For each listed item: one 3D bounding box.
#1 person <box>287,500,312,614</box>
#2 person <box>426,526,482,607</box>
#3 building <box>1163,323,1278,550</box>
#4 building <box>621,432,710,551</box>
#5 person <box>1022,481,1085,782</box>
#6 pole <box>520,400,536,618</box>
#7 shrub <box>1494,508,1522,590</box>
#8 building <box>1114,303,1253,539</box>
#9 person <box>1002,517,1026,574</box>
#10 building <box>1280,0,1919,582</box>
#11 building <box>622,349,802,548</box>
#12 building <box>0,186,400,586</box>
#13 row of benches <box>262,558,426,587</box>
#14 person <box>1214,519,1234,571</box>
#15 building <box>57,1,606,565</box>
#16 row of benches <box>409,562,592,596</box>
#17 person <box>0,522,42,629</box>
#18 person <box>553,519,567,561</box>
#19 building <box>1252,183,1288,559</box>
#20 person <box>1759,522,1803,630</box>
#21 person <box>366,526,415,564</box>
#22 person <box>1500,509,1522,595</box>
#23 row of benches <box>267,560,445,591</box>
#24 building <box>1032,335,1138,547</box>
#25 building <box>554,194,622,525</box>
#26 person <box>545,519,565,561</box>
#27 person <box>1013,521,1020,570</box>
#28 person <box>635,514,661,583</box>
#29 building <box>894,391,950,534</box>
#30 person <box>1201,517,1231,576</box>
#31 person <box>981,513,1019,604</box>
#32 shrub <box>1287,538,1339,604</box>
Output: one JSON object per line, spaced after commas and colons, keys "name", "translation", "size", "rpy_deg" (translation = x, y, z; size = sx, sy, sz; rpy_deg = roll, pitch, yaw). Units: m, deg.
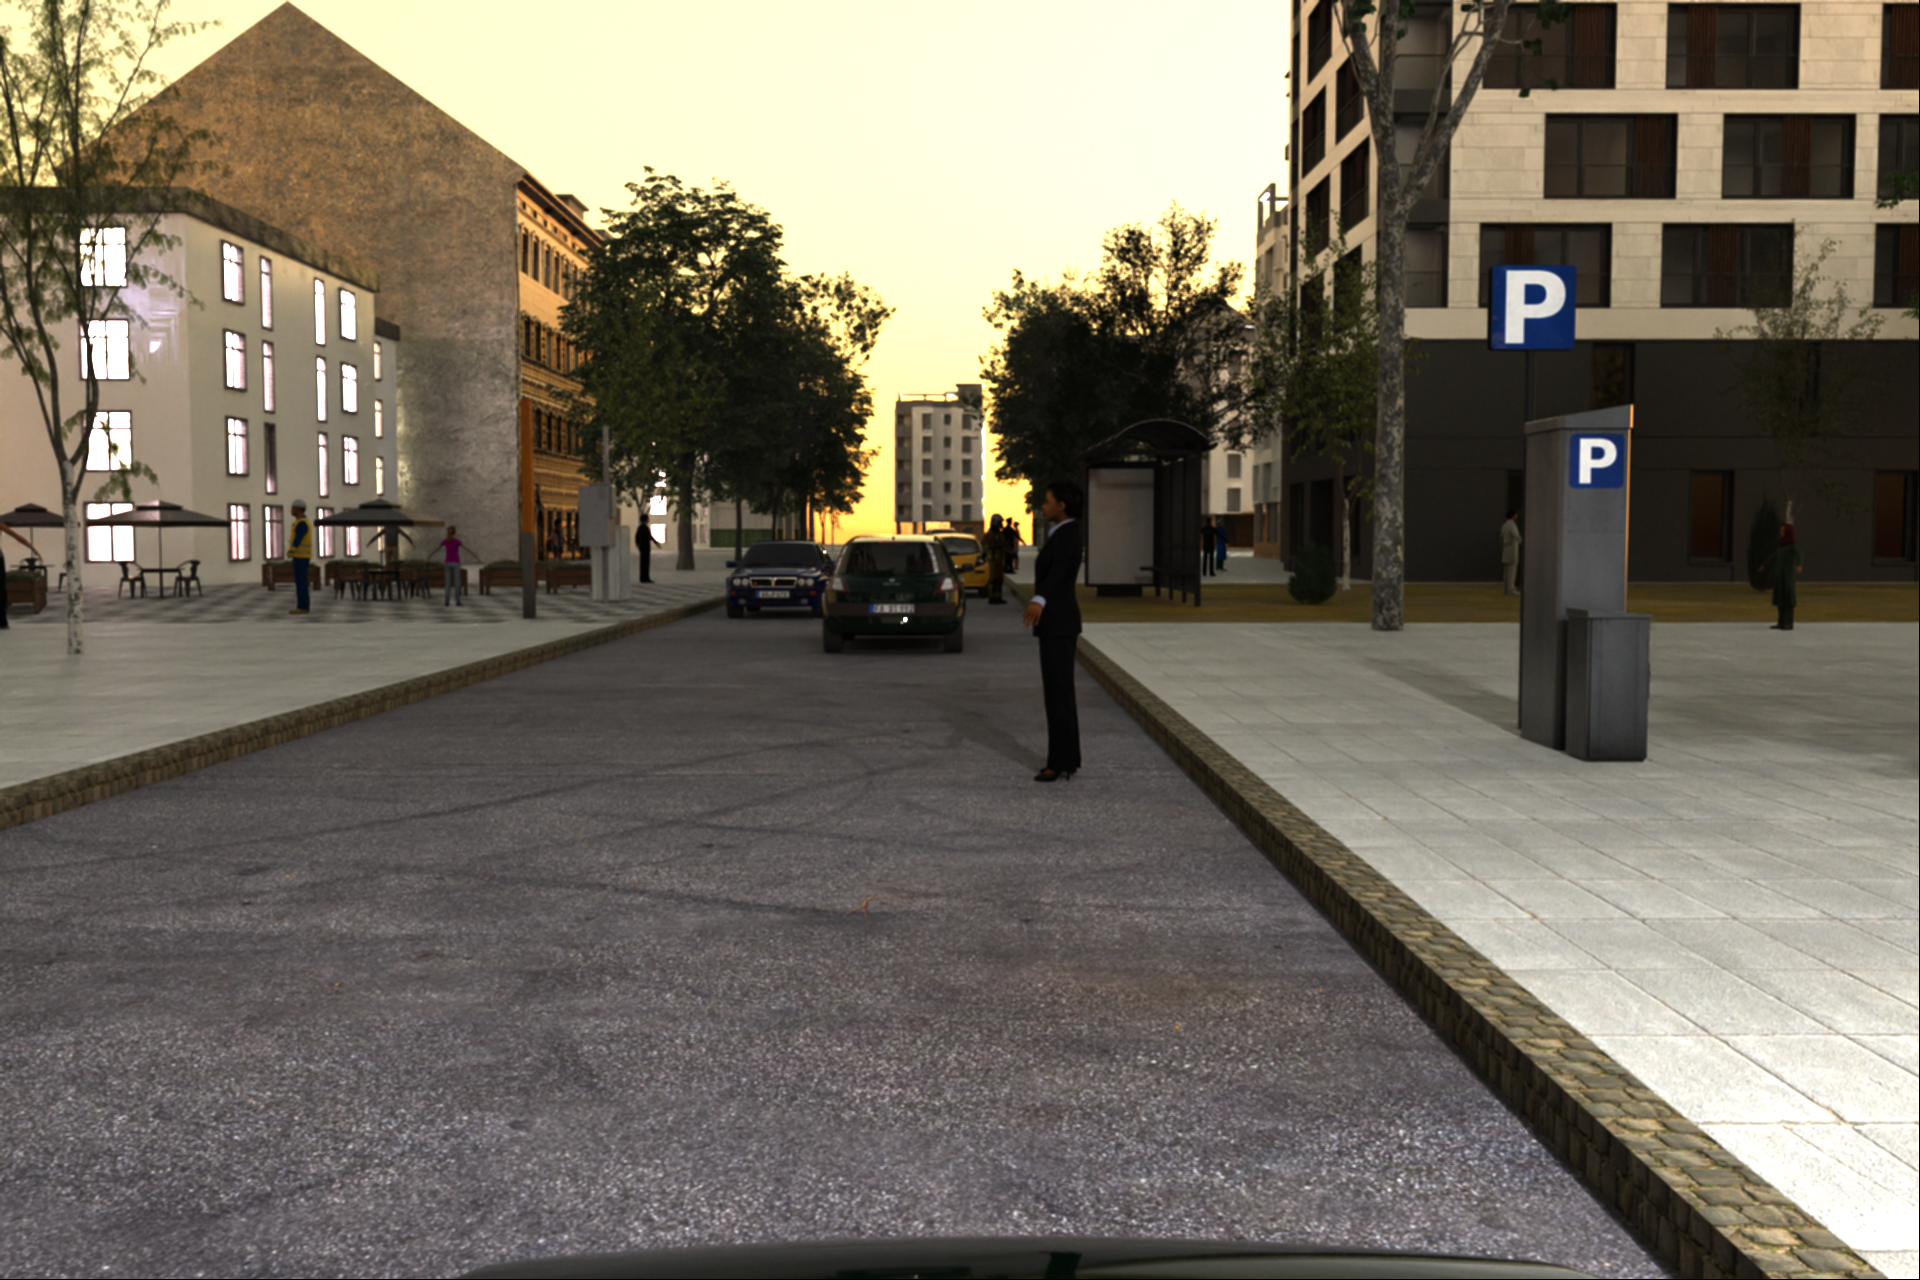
{"name": "person", "translation": [-10.634, -1.338, 27.844], "size": [0.705, 1.833, 1.349], "rpy_deg": [-1, 4, -16]}
{"name": "person", "translation": [-8.971, -1.309, 30.675], "size": [0.991, 1.433, 0.599], "rpy_deg": [0, 3, 0]}
{"name": "building", "translation": [23.413, -18.326, 156.050], "size": [16.016, 20.090, 11.380], "rpy_deg": [0, 4, 0]}
{"name": "building", "translation": [-26.032, -12.686, 149.557], "size": [9.099, 9.664, 28.070], "rpy_deg": [0, 3, 0]}
{"name": "person", "translation": [0.508, -0.059, 10.142], "size": [0.721, 1.740, 1.216], "rpy_deg": [1, 4, 9]}
{"name": "pole", "translation": [-6.586, -1.991, 26.402], "size": [0.158, 3.312, 0.155], "rpy_deg": [0, 3, 0]}
{"name": "shrub", "translation": [13.085, -2.166, 39.463], "size": [1.661, 2.075, 1.752], "rpy_deg": [0, 3, 0]}
{"name": "building", "translation": [23.150, -20.620, 168.067], "size": [19.493, 23.208, 18.063], "rpy_deg": [0, 4, -1]}
{"name": "person", "translation": [1.612, -3.069, 56.111], "size": [0.705, 1.837, 1.347], "rpy_deg": [-3, 5, -40]}
{"name": "building", "translation": [25.105, -13.312, 61.622], "size": [27.936, 21.610, 32.646], "rpy_deg": [0, 4, 0]}
{"name": "building", "translation": [-25.735, -19.135, 179.320], "size": [16.747, 18.905, 31.486], "rpy_deg": [0, 4, 0]}
{"name": "building", "translation": [-23.271, -6.965, 56.022], "size": [9.099, 9.664, 28.070], "rpy_deg": [0, 4, 0]}
{"name": "row of benches", "translation": [-15.130, -1.689, 43.076], "size": [4.104, 0.672, 1.422], "rpy_deg": [-1, 4, -16]}
{"name": "person", "translation": [9.076, -3.304, 60.144], "size": [0.704, 1.817, 1.347], "rpy_deg": [3, 4, 38]}
{"name": "building", "translation": [-27.860, -15.299, 81.067], "size": [19.493, 23.208, 18.063], "rpy_deg": [0, 4, -1]}
{"name": "row of benches", "translation": [-9.555, -1.311, 36.905], "size": [4.104, 0.672, 1.422], "rpy_deg": [-2, 4, -28]}
{"name": "person", "translation": [-13.090, -1.015, 23.400], "size": [1.217, 1.737, 0.721], "rpy_deg": [-2, 4, -25]}
{"name": "person", "translation": [-14.545, -3.472, 62.913], "size": [0.704, 1.843, 1.345], "rpy_deg": [0, 4, 2]}
{"name": "building", "translation": [21.339, -14.568, 94.605], "size": [16.016, 20.090, 11.380], "rpy_deg": [0, 4, 0]}
{"name": "person", "translation": [11.034, -0.860, 23.278], "size": [0.599, 1.438, 0.989], "rpy_deg": [0, 4, -4]}
{"name": "person", "translation": [-15.729, -2.547, 47.917], "size": [1.348, 1.796, 0.705], "rpy_deg": [0, 4, 2]}
{"name": "person", "translation": [11.663, -1.859, 36.584], "size": [0.705, 1.806, 1.347], "rpy_deg": [0, 4, -5]}
{"name": "row of benches", "translation": [-13.844, -1.513, 40.205], "size": [4.104, 0.672, 1.422], "rpy_deg": [-2, 4, -29]}
{"name": "building", "translation": [21.916, -21.396, 193.804], "size": [27.936, 21.610, 32.646], "rpy_deg": [0, 4, 0]}
{"name": "building", "translation": [-26.594, -14.760, 97.739], "size": [16.016, 20.090, 11.380], "rpy_deg": [0, 4, 0]}
{"name": "person", "translation": [-15.018, -3.585, 64.466], "size": [0.705, 1.847, 1.347], "rpy_deg": [-3, 5, -42]}
{"name": "person", "translation": [1.909, -3.364, 61.804], "size": [0.721, 1.733, 1.217], "rpy_deg": [-1, 4, -16]}
{"name": "person", "translation": [-8.275, -2.413, 45.631], "size": [0.705, 1.806, 1.347], "rpy_deg": [-3, 4, -36]}
{"name": "building", "translation": [-7.989, -22.149, 221.015], "size": [11.380, 20.090, 16.016], "rpy_deg": [0, 4, -5]}
{"name": "person", "translation": [7.612, -2.857, 52.942], "size": [1.346, 1.802, 0.704], "rpy_deg": [2, 4, 30]}
{"name": "person", "translation": [0.766, -1.667, 35.482], "size": [0.705, 1.858, 1.354], "rpy_deg": [2, 4, 32]}
{"name": "shrub", "translation": [6.447, -1.256, 31.661], "size": [1.383, 1.207, 1.383], "rpy_deg": [0, 3, 0]}
